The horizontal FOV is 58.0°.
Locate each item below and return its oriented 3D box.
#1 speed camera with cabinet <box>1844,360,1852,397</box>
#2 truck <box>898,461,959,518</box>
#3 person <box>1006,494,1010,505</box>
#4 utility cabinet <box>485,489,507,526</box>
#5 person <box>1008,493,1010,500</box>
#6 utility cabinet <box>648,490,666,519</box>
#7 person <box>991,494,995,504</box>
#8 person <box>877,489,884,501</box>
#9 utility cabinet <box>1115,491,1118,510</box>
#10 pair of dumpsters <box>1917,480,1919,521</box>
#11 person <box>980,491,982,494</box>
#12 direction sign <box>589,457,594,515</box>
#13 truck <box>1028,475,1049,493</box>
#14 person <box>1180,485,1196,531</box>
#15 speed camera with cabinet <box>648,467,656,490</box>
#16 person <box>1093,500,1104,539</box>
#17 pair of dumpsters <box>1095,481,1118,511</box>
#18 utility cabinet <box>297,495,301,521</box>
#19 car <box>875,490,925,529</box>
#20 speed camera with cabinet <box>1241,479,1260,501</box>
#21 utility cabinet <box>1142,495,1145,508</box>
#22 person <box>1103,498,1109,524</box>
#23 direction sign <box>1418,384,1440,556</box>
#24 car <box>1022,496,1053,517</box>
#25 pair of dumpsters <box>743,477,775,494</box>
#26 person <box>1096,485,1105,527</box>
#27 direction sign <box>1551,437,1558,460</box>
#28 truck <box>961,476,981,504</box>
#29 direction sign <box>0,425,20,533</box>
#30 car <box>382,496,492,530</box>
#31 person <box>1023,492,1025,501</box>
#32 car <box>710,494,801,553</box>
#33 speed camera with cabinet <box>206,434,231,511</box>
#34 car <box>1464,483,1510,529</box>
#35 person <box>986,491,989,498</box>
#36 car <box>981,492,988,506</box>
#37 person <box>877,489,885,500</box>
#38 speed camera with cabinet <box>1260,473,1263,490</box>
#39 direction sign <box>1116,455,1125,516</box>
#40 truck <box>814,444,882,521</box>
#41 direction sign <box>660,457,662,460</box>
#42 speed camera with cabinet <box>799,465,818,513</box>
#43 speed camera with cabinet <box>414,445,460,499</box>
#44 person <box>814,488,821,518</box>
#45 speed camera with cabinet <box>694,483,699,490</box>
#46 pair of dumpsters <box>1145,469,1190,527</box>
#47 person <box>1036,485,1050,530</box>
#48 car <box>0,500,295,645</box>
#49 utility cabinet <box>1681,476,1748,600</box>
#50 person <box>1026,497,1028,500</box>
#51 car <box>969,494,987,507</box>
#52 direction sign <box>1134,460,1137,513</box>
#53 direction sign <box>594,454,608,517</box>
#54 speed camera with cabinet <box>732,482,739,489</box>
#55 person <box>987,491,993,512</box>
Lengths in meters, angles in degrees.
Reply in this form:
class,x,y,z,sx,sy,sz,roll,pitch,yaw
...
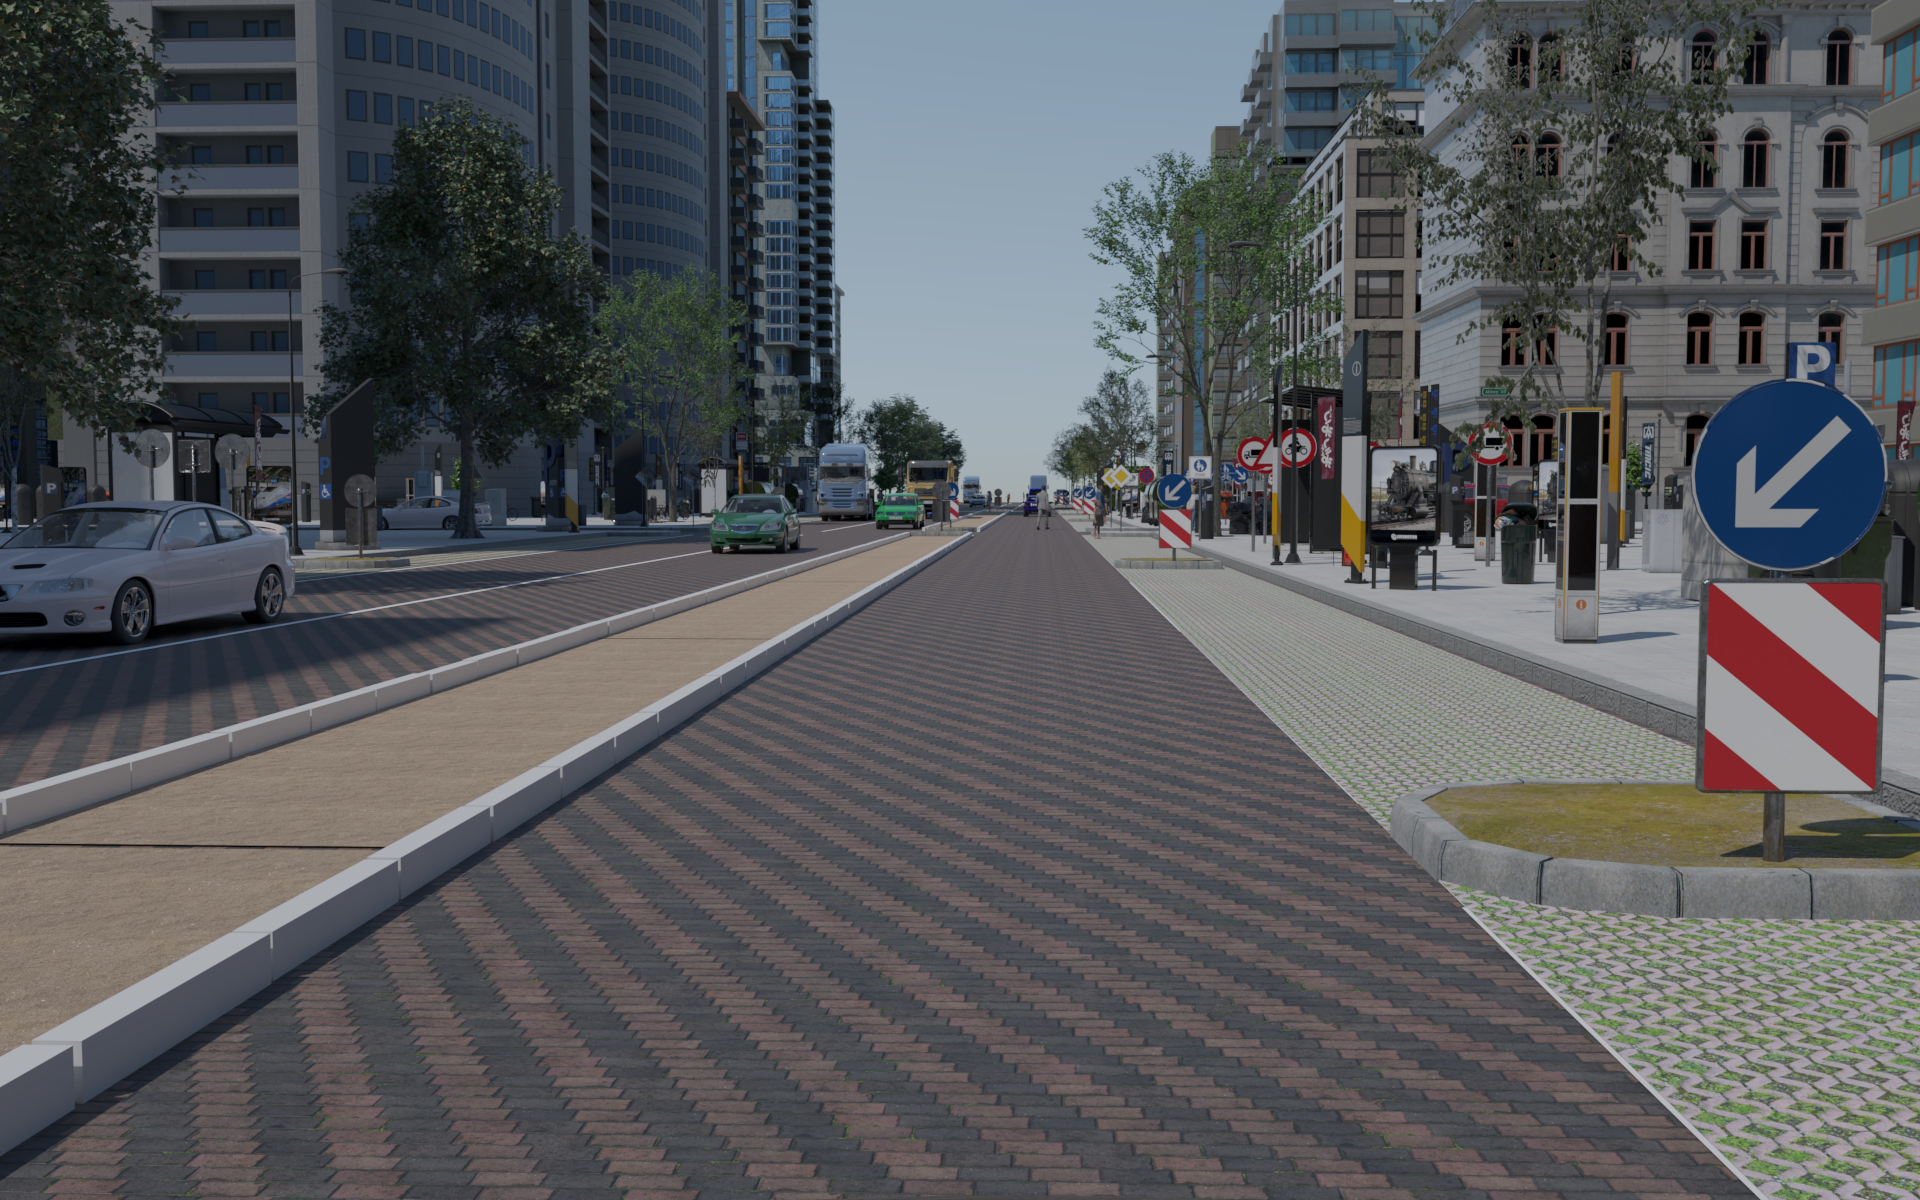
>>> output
class,x,y,z,sx,sy,sz,roll,pitch,yaw
speed camera with cabinet,12.650,-1.952,26.253,0.660,3.252,2.038,-2,4,-30
truck,-1.624,-6.504,102.256,3.469,3.379,9.791,0,4,3
person,6.513,-13.712,235.957,1.065,1.426,0.557,3,5,45
utility cabinet,-18.595,-3.711,69.349,0.318,1.500,1.173,-3,5,-44
person,7.781,-16.032,272.096,0.415,1.643,0.593,-1,4,-16
utility cabinet,-15.673,-4.887,88.589,1.173,1.500,0.318,-1,4,-17
person,4.694,-15.461,261.989,1.217,1.736,0.721,-1,4,-12
person,-5.671,-7.033,123.834,0.599,1.781,0.374,0,4,-6
utility cabinet,12.789,-8.101,141.127,0.318,1.500,1.173,-1,4,-15
pair of dumpsters,7.852,-0.506,10.770,1.574,2.255,4.437,0,4,3
person,2.904,-14.166,240.106,0.705,1.826,1.348,-1,4,-21
direction sign,-22.701,-7.063,107.481,0.379,3.537,0.876,2,4,28
truck,10.959,-15.418,241.850,2.967,4.110,18.799,0,4,3
person,8.071,-3.162,60.875,0.731,1.740,0.598,0,4,5
speed camera with cabinet,-23.096,-8.149,127.574,0.660,3.252,2.038,3,5,44
person,4.399,-2.553,54.913,0.362,1.253,0.373,-2,4,-27
pair of dumpsters,11.066,-7.842,130.706,1.574,2.255,4.437,0,4,3
utility cabinet,-31.895,-4.405,83.177,0.306,1.237,1.020,-2,4,-31
car,-2.443,-3.839,71.557,1.959,1.807,4.718,0,4,3
speed camera with cabinet,17.179,-6.720,104.206,0.660,3.252,2.038,-1,4,-13
utility cabinet,9.221,-4.391,82.955,1.020,1.237,0.306,3,4,39
person,6.838,-4.159,81.161,0.373,1.253,0.362,0,4,-6
direction sign,9.737,-2.692,36.012,0.379,3.537,0.876,-1,4,-9
car,4.928,-5.970,110.185,1.945,1.354,3.894,0,4,4
pair of dumpsters,-11.363,-5.809,97.468,1.574,2.255,4.437,0,4,3
person,5.725,-3.783,70.542,0.419,1.800,0.721,-1,4,-8
direction sign,23.655,-4.672,68.386,0.379,3.537,0.876,-2,4,-24
truck,2.175,-16.814,264.670,2.967,4.110,18.799,0,4,4
direction sign,-31.440,-3.977,57.027,0.876,3.537,0.379,-1,4,-20
car,-20.020,-3.214,64.904,4.827,1.381,2.083,0,4,4
person,10.434,-16.617,281.009,0.721,1.723,1.217,0,4,1
car,-5.069,-1.927,43.300,2.131,1.459,4.920,0,4,1
speed camera with cabinet,-23.320,-3.681,54.520,0.660,3.252,2.038,-2,4,-33
car,19.251,-3.251,61.832,5.304,1.827,2.281,0,4,3
person,3.740,-13.384,227.192,0.599,1.838,0.709,-1,4,-19
car,2.486,-11.762,202.532,2.015,1.641,3.980,0,4,2
person,-6.525,-8.337,144.770,1.348,1.831,0.705,3,5,43
speed camera with cabinet,20.534,-7.732,120.754,0.660,3.252,2.038,-1,4,-10
direction sign,9.365,-6.676,101.146,0.379,3.537,0.876,-2,4,-26
truck,-5.955,-6.633,98.215,2.967,4.110,18.799,0,4,1
direction sign,-18.118,-6.906,104.911,0.379,3.537,0.876,0,4,-1
speed camera with cabinet,-10.237,-7.499,116.942,0.660,3.252,2.038,1,4,16
speed camera with cabinet,-21.005,-4.635,70.123,2.038,3.252,0.660,-1,4,-10
person,-8.472,-5.829,104.206,0.661,1.777,0.834,1,4,21
speed camera with cabinet,-20.505,-8.940,140.500,2.038,3.252,0.660,-2,4,-27
pair of dumpsters,8.202,-4.025,68.308,1.574,2.255,4.437,0,4,3
person,3.317,-3.711,69.443,0.678,1.792,0.850,2,4,29
car,-8.658,-0.344,17.989,2.083,1.381,4.827,0,4,4
utility cabinet,8.935,-0.722,20.483,0.318,1.500,1.173,0,4,1
person,10.342,-15.717,266.945,0.415,1.643,0.593,2,4,26
car,1.973,-10.808,188.705,2.014,1.417,4.499,0,4,3
direction sign,11.773,-7.600,116.259,0.379,3.537,0.876,1,4,12
direction sign,-20.317,-6.529,98.750,0.379,3.537,0.876,-3,5,-41
speed camera with cabinet,-16.997,-8.312,130.240,0.660,3.252,2.038,1,4,9
person,2.320,-7.751,136.227,0.522,1.701,0.512,-2,4,-24
